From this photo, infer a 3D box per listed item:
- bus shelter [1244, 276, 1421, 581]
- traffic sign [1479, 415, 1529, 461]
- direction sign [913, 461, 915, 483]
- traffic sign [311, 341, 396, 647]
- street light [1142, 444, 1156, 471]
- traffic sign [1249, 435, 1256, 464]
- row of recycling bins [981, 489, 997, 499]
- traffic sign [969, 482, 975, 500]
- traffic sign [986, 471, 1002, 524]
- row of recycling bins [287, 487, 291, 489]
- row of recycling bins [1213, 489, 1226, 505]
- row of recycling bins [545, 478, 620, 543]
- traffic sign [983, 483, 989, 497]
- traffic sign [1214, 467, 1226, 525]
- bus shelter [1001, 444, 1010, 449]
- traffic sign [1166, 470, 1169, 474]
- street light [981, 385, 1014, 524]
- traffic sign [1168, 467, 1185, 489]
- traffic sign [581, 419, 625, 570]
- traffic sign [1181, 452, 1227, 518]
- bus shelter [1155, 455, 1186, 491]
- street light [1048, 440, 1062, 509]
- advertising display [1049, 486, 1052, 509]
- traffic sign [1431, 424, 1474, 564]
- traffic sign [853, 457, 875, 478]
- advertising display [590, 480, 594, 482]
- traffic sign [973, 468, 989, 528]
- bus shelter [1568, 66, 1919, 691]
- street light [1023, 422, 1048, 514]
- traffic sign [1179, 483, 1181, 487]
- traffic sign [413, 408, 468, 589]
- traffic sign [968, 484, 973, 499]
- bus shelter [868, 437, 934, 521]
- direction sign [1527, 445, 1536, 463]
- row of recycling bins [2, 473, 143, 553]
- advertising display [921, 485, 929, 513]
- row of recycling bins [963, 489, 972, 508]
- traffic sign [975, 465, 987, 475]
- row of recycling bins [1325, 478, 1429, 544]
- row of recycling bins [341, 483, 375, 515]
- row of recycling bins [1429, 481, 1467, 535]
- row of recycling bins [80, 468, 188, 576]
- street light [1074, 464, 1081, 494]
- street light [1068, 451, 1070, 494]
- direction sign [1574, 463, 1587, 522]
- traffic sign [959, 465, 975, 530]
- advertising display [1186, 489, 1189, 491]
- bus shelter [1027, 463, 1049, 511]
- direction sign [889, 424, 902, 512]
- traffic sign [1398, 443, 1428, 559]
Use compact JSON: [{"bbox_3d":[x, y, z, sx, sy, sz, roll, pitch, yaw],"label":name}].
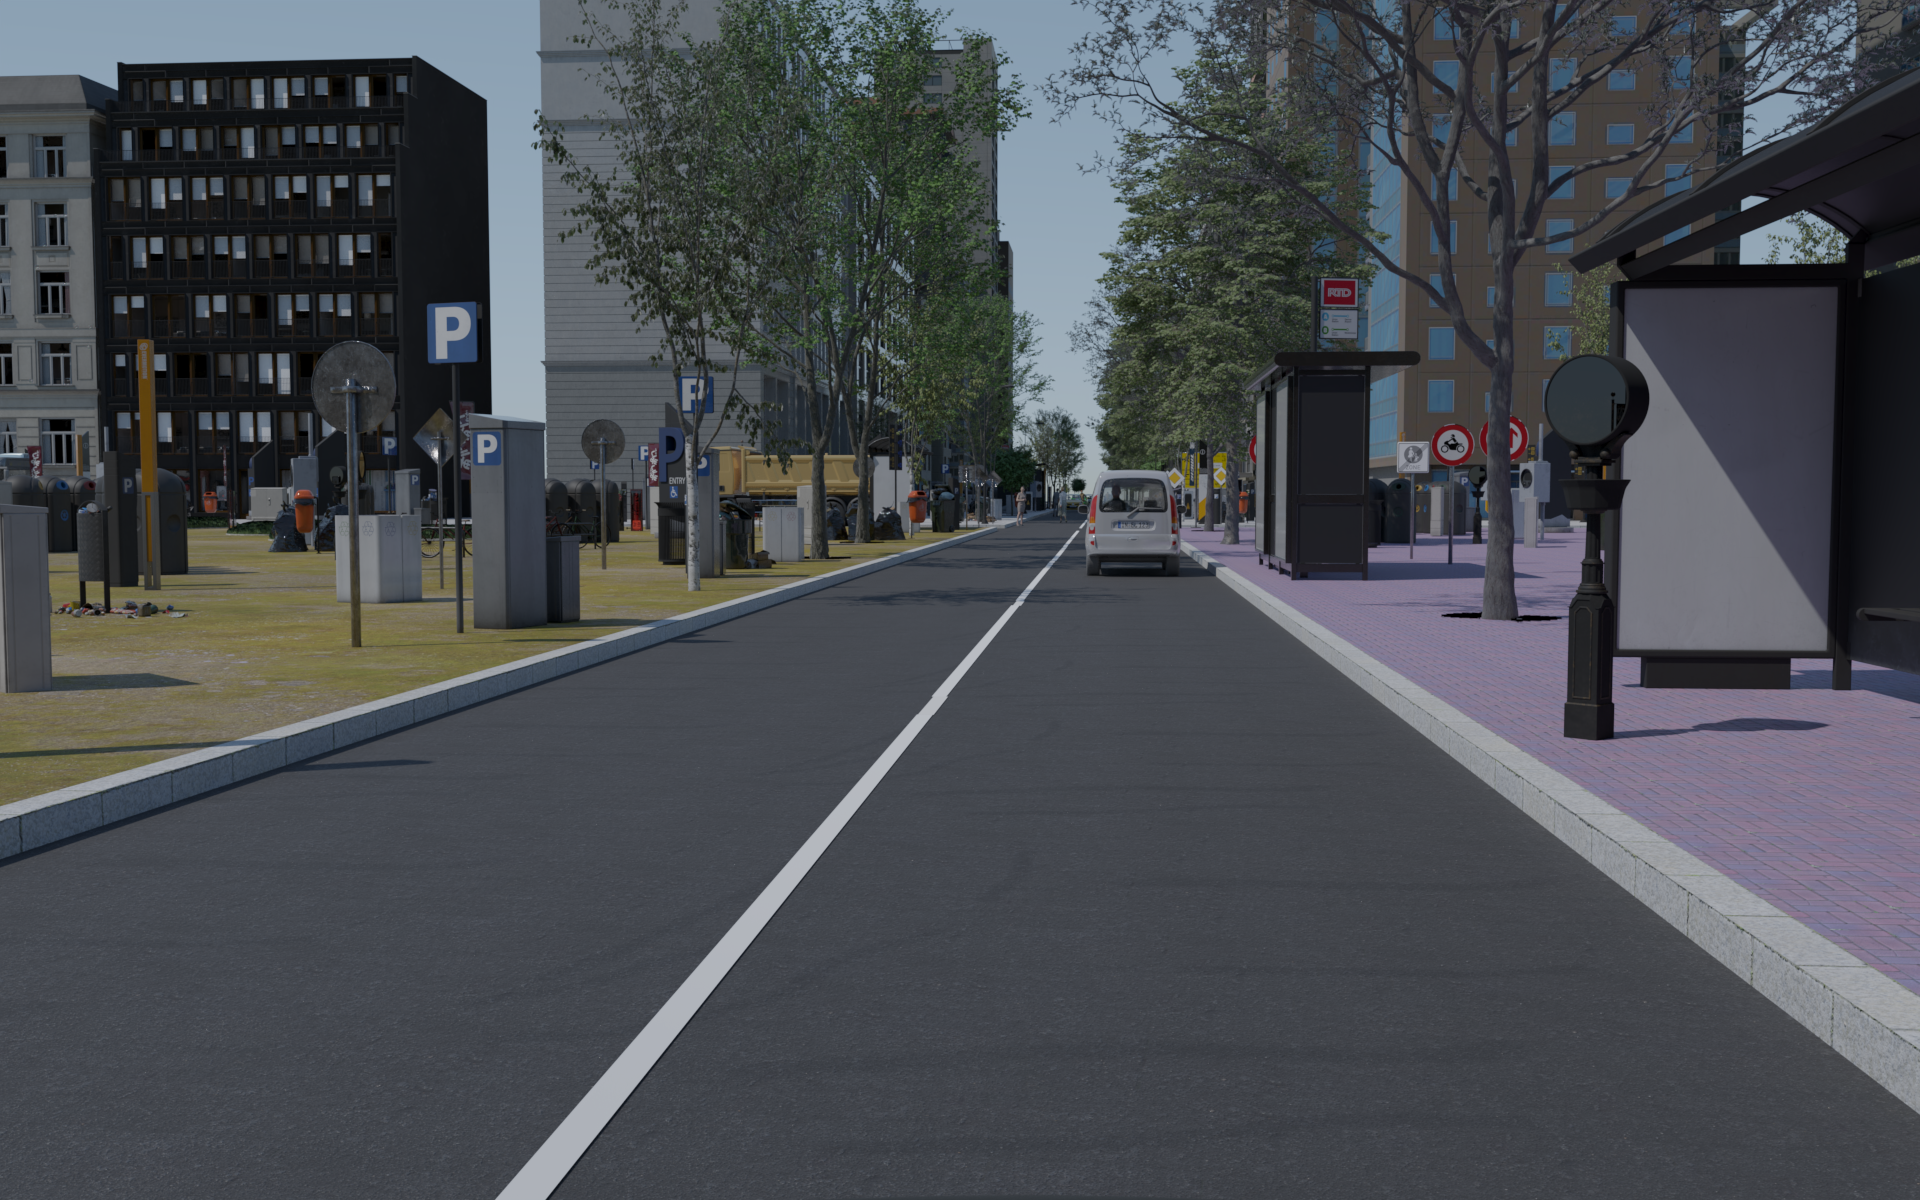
[{"bbox_3d":[6.077,-3.185,29.706,2.179,5.291,8.768,0,4,5],"label":"bus shelter"},{"bbox_3d":[8.729,-1.698,27.874,0.768,2.556,0.104,1,4,9],"label":"traffic sign"},{"bbox_3d":[-3.333,-7.707,118.004,0.379,3.537,0.876,2,4,32],"label":"direction sign"},{"bbox_3d":[-5.059,-0.877,14.440,0.768,2.556,0.104,1,4,11],"label":"traffic sign"},{"bbox_3d":[11.876,-8.399,109.869,1.470,5.913,1.316,0,4,5],"label":"street light"},{"bbox_3d":[6.177,-2.121,34.785,0.768,2.556,0.104,1,4,9],"label":"traffic sign"},{"bbox_3d":[2.270,-7.546,130.491,1.069,1.692,3.534,-1,4,-18],"label":"row of recycling bins"},{"bbox_3d":[0.835,-6.515,107.707,0.795,2.450,0.064,1,4,8],"label":"traffic sign"},{"bbox_3d":[1.410,-4.303,73.992,0.795,2.450,0.064,0,4,5],"label":"traffic sign"},{"bbox_3d":[-31.314,-4.768,85.067,3.534,1.692,1.069,-3,4,-37],"label":"row of recycling bins"},{"bbox_3d":[20.417,-7.889,136.101,3.534,1.692,1.069,1,4,13],"label":"row of recycling bins"},{"bbox_3d":[-10.303,-2.329,45.187,1.069,1.692,3.534,3,4,36],"label":"row of recycling bins"},{"bbox_3d":[1.818,-7.419,121.413,0.768,2.556,0.104,1,4,14],"label":"traffic sign"},{"bbox_3d":[10.962,-4.375,72.723,0.795,2.450,0.064,1,4,11],"label":"traffic sign"},{"bbox_3d":[4.611,-10.073,142.320,2.179,5.291,8.768,0,4,5],"label":"bus shelter"},{"bbox_3d":[8.776,-4.263,73.341,0.795,2.450,0.064,0,4,5],"label":"traffic sign"},{"bbox_3d":[1.603,-6.193,73.793,1.470,5.913,1.316,0,4,5],"label":"street light"},{"bbox_3d":[8.093,-3.776,65.386,0.795,2.450,0.064,0,4,5],"label":"traffic sign"},{"bbox_3d":[-6.053,-1.790,29.378,0.768,2.556,0.104,0,4,5],"label":"traffic sign"},{"bbox_3d":[11.817,-5.492,83.668,2.265,3.308,0.079,1,4,11],"label":"traffic sign"},{"bbox_3d":[12.910,-7.016,105.990,1.731,3.624,6.357,0,4,5],"label":"bus shelter"},{"bbox_3d":[8.139,-10.858,150.072,1.470,5.913,1.316,0,4,5],"label":"street light"},{"bbox_3d":[7.555,-8.542,144.879,0.123,1.923,0.974,1,4,11],"label":"advertising display"},{"bbox_3d":[8.947,-1.922,31.528,0.768,2.556,0.104,0,4,7],"label":"traffic sign"},{"bbox_3d":[-3.213,-3.532,57.861,0.768,2.556,0.104,1,4,10],"label":"traffic sign"},{"bbox_3d":[-15.986,-4.392,77.017,0.974,1.923,0.123,-3,5,-39],"label":"advertising display"},{"bbox_3d":[0.727,-3.816,66.036,0.795,2.450,0.064,0,4,5],"label":"traffic sign"},{"bbox_3d":[4.849,-0.913,8.850,2.014,3.302,5.546,0,4,5],"label":"bus shelter"},{"bbox_3d":[4.762,-8.546,112.275,1.470,5.913,1.316,0,4,5],"label":"street light"},{"bbox_3d":[12.868,-6.212,101.676,0.768,2.556,0.104,1,4,9],"label":"traffic sign"},{"bbox_3d":[-6.999,-1.355,23.338,0.795,2.450,0.064,1,4,11],"label":"traffic sign"},{"bbox_3d":[0.842,-6.926,113.241,0.884,2.594,0.081,1,4,13],"label":"traffic sign"},{"bbox_3d":[-2.242,-4.282,63.933,2.014,3.302,5.546,0,4,5],"label":"bus shelter"},{"bbox_3d":[26.446,-5.345,79.389,0.876,3.537,0.379,1,4,19],"label":"direction sign"},{"bbox_3d":[-19.944,-1.925,38.583,1.069,1.692,3.534,1,4,12],"label":"row of recycling bins"},{"bbox_3d":[-2.378,-6.959,118.997,0.123,1.923,0.974,2,4,27],"label":"advertising display"},{"bbox_3d":[0.521,-8.345,143.553,1.069,1.692,3.534,0,4,2],"label":"row of recycling bins"},{"bbox_3d":[0.798,-4.566,74.768,0.768,2.556,0.104,1,4,8],"label":"traffic sign"},{"bbox_3d":[10.587,-2.391,46.208,1.069,1.692,3.534,-3,5,-44],"label":"row of recycling bins"},{"bbox_3d":[-22.329,-3.503,64.383,1.069,1.692,3.534,-1,4,-13],"label":"row of recycling bins"},{"bbox_3d":[15.406,-2.970,55.673,1.069,1.692,3.534,0,4,-2],"label":"row of recycling bins"},{"bbox_3d":[-13.627,-1.319,28.686,1.069,1.692,3.534,-2,4,-35],"label":"row of recycling bins"},{"bbox_3d":[15.162,-15.925,232.920,1.470,5.913,1.316,0,4,5],"label":"street light"},{"bbox_3d":[11.351,-13.193,188.252,1.470,5.913,1.316,0,4,5],"label":"street light"},{"bbox_3d":[28.201,-5.274,78.223,0.876,3.537,0.379,1,4,16],"label":"direction sign"},{"bbox_3d":[0.242,-3.616,61.249,0.606,2.300,0.079,1,4,14],"label":"traffic sign"},{"bbox_3d":[19.149,-8.569,145.317,0.123,1.923,0.974,-3,5,-39],"label":"advertising display"},{"bbox_3d":[5.828,-8.619,132.198,1.731,3.624,6.357,0,4,5],"label":"bus shelter"},{"bbox_3d":[-2.105,-3.958,56.715,0.379,3.537,0.876,2,4,25],"label":"direction sign"},{"bbox_3d":[8.904,-1.955,34.094,0.606,2.300,0.079,0,4,7],"label":"traffic sign"}]
